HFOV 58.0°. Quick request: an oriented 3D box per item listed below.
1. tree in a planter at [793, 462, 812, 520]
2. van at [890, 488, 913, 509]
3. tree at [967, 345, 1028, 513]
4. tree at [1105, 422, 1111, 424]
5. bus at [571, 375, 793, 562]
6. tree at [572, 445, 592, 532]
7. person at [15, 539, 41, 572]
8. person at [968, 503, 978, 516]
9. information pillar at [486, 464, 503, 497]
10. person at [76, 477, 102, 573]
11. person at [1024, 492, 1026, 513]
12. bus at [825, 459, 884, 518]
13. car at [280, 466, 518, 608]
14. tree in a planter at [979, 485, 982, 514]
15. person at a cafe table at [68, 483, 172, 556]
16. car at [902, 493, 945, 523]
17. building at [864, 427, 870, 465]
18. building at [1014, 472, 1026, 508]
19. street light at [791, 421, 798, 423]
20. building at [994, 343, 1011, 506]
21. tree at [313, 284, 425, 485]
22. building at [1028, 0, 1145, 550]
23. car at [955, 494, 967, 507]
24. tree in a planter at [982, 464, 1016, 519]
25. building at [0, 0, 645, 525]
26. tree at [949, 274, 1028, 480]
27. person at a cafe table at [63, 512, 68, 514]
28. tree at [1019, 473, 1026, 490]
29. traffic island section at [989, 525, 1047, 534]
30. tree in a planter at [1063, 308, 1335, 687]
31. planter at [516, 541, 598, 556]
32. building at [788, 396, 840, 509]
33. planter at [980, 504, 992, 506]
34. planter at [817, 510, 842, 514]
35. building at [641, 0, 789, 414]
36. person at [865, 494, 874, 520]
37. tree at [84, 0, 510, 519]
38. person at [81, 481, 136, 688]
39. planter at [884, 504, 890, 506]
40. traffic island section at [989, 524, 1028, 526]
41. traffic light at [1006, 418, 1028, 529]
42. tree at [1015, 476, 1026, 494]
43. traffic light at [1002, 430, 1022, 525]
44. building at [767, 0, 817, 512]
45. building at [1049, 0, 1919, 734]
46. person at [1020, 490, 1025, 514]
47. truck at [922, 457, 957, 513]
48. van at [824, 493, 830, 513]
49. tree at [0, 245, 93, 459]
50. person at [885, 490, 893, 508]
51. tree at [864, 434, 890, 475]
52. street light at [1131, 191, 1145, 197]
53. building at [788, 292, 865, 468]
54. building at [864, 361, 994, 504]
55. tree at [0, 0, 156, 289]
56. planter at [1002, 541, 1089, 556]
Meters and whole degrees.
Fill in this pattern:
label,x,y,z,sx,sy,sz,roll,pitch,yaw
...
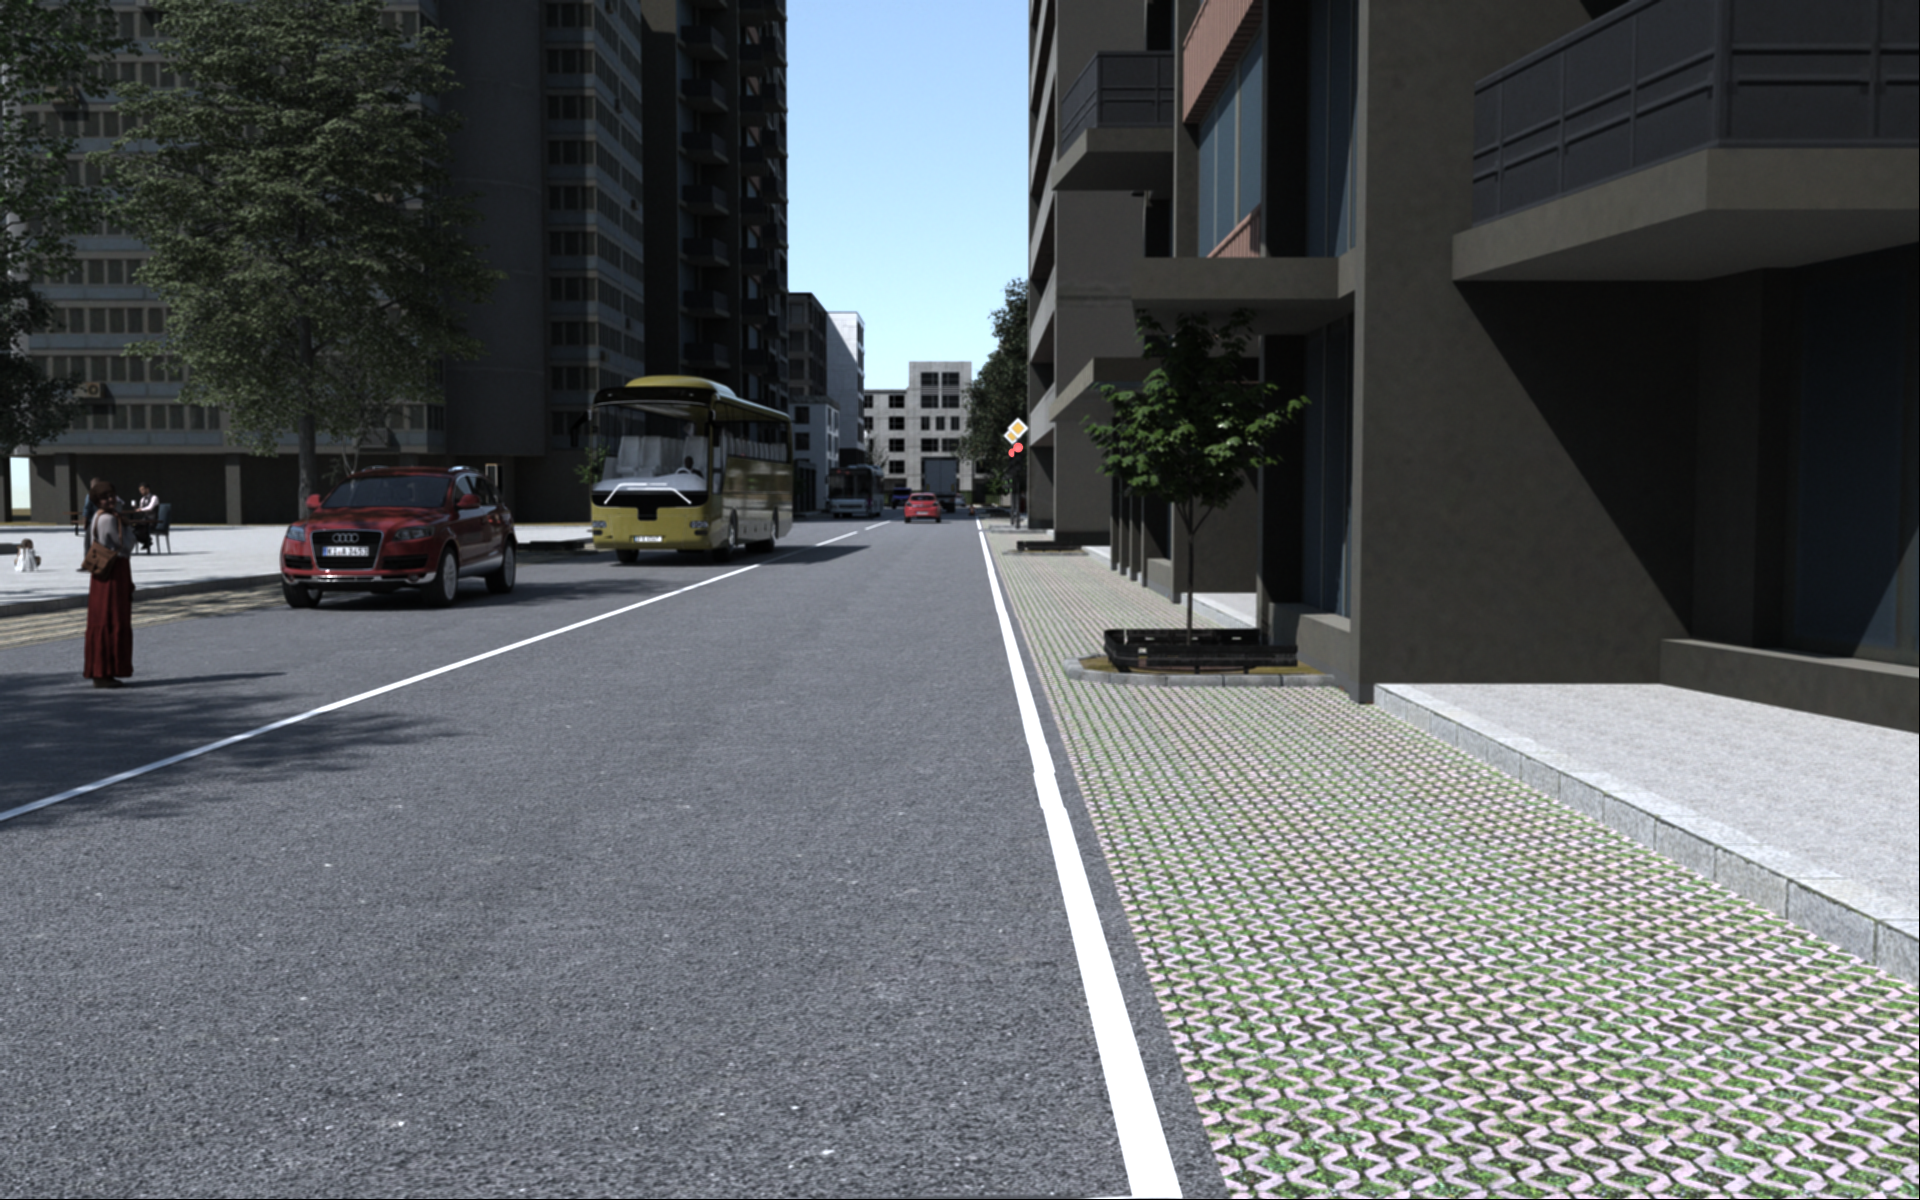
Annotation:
label,x,y,z,sx,sy,sz,roll,pitch,yaw
tree in a planter,-9.288,-6.072,96.499,1.991,3.239,1.994,0,4,0
van,-5.654,-10.131,170.019,2.240,2.365,5.245,0,4,1
tree,4.180,-12.034,114.885,7.486,12.596,7.792,0,3,0
tree,4.578,-3.263,37.056,4.285,4.588,4.351,0,3,0
bus,-5.871,-2.937,39.563,2.896,3.916,12.252,0,4,2
tree,-12.111,-3.943,59.064,1.663,3.219,1.824,0,3,0
person,-15.413,-0.741,28.630,0.381,0.543,0.357,-2,4,-30
person,0.795,-6.040,115.543,0.859,0.850,0.655,1,4,23
information pillar,-11.426,-2.329,42.573,0.304,2.012,0.304,1,4,15
person,-14.104,-1.221,28.217,0.499,1.552,0.429,-3,5,-41
person,4.653,-6.859,118.332,0.875,1.805,0.789,-3,4,-37
bus,-6.296,-6.826,106.469,2.948,3.499,13.247,0,4,1
car,-7.485,-0.909,23.530,2.281,1.827,5.304,0,4,-1
tree in a planter,2.530,-7.817,125.033,1.991,3.239,1.994,0,4,0
person at a cafe table,-17.537,-1.721,36.654,1.698,1.524,1.622,2,4,32
car,-1.856,-4.773,87.077,2.155,1.783,4.494,0,3,0
building,-25.596,-16.926,218.886,28.070,9.664,9.099,0,4,0
building,13.126,-20.126,185.472,16.016,20.091,11.380,0,4,0
street light,-10.963,-8.388,109.686,1.470,5.913,1.316,0,4,0
building,12.931,-20.827,206.981,16.747,18.905,31.486,0,4,0
tree,-20.536,-6.634,58.826,4.360,8.622,3.978,0,3,0
building,13.068,-26.174,51.644,21.300,48.544,21.600,0,4,0
car,-0.225,-10.991,191.709,2.014,1.417,4.499,0,4,-1
tree in a planter,2.365,-6.153,97.824,1.991,3.239,1.994,0,4,0
building,-28.508,-23.889,82.469,32.217,40.220,23.993,0,4,0
tree,4.211,-10.525,89.097,9.611,12.733,9.660,0,3,0
person at a cafe table,-26.147,-2.713,52.868,1.622,1.524,1.698,3,4,39
tree,5.188,-12.218,150.126,4.360,8.622,3.978,0,3,0
traffic island section,2.146,-2.532,63.676,2.009,0.180,2.903,0,4,0
tree in a planter,1.832,-1.007,13.685,1.991,3.239,1.994,0,4,0
planter,-9.638,-1.207,40.871,1.991,0.319,1.994,0,4,0
building,-15.729,-13.431,161.744,9.099,9.664,28.070,0,4,0
planter,3.000,-10.965,200.416,1.991,0.319,1.994,0,4,0
planter,-9.108,-6.262,123.531,1.991,0.319,1.994,0,4,0
building,-22.630,-27.779,108.816,22.147,44.769,28.867,0,4,0
person,-5.111,-5.186,96.523,0.726,1.435,0.776,-2,4,-29
tree,-12.925,-7.102,34.243,7.486,12.596,7.792,0,3,0
person,-6.320,-0.116,12.865,0.387,1.526,0.523,-2,4,-32
planter,-8.632,-11.001,201.002,1.991,0.319,1.994,0,4,0
traffic island section,2.196,-3.020,71.660,2.009,0.180,2.903,0,4,0
traffic light,2.106,-4.565,63.562,0.839,4.253,0.868,0,4,0
tree,5.205,-9.770,154.347,1.663,3.219,1.824,0,3,0
traffic light,2.156,-5.054,71.547,0.839,4.253,0.868,0,4,0
building,-21.787,-42.483,132.857,20.563,71.187,20.611,0,4,0
building,12.369,-22.261,18.591,22.147,44.769,28.867,0,4,0
person,4.076,-6.398,113.112,0.387,1.526,0.523,-1,4,-15
truck,-1.602,-9.034,136.619,2.839,4.237,11.283,0,4,-1
van,-9.258,-7.586,131.049,2.013,2.044,4.112,0,4,0
tree,-34.829,-8.608,57.741,9.611,12.733,9.660,0,3,0
person,-7.457,-10.752,184.318,1.348,1.821,0.705,2,4,31
tree,-10.872,-15.995,211.881,4.737,8.622,4.395,0,3,0
street light,3.296,-3.296,26.437,1.470,5.913,1.316,0,4,0
building,-25.448,-21.284,191.969,27.936,21.610,32.646,0,4,0
building,-6.781,-22.776,238.849,31.486,18.905,16.747,0,4,0
tree,-12.857,-5.734,19.502,9.928,11.665,9.643,0,3,0
planter,2.000,-1.213,40.964,1.991,0.319,1.994,0,4,0
